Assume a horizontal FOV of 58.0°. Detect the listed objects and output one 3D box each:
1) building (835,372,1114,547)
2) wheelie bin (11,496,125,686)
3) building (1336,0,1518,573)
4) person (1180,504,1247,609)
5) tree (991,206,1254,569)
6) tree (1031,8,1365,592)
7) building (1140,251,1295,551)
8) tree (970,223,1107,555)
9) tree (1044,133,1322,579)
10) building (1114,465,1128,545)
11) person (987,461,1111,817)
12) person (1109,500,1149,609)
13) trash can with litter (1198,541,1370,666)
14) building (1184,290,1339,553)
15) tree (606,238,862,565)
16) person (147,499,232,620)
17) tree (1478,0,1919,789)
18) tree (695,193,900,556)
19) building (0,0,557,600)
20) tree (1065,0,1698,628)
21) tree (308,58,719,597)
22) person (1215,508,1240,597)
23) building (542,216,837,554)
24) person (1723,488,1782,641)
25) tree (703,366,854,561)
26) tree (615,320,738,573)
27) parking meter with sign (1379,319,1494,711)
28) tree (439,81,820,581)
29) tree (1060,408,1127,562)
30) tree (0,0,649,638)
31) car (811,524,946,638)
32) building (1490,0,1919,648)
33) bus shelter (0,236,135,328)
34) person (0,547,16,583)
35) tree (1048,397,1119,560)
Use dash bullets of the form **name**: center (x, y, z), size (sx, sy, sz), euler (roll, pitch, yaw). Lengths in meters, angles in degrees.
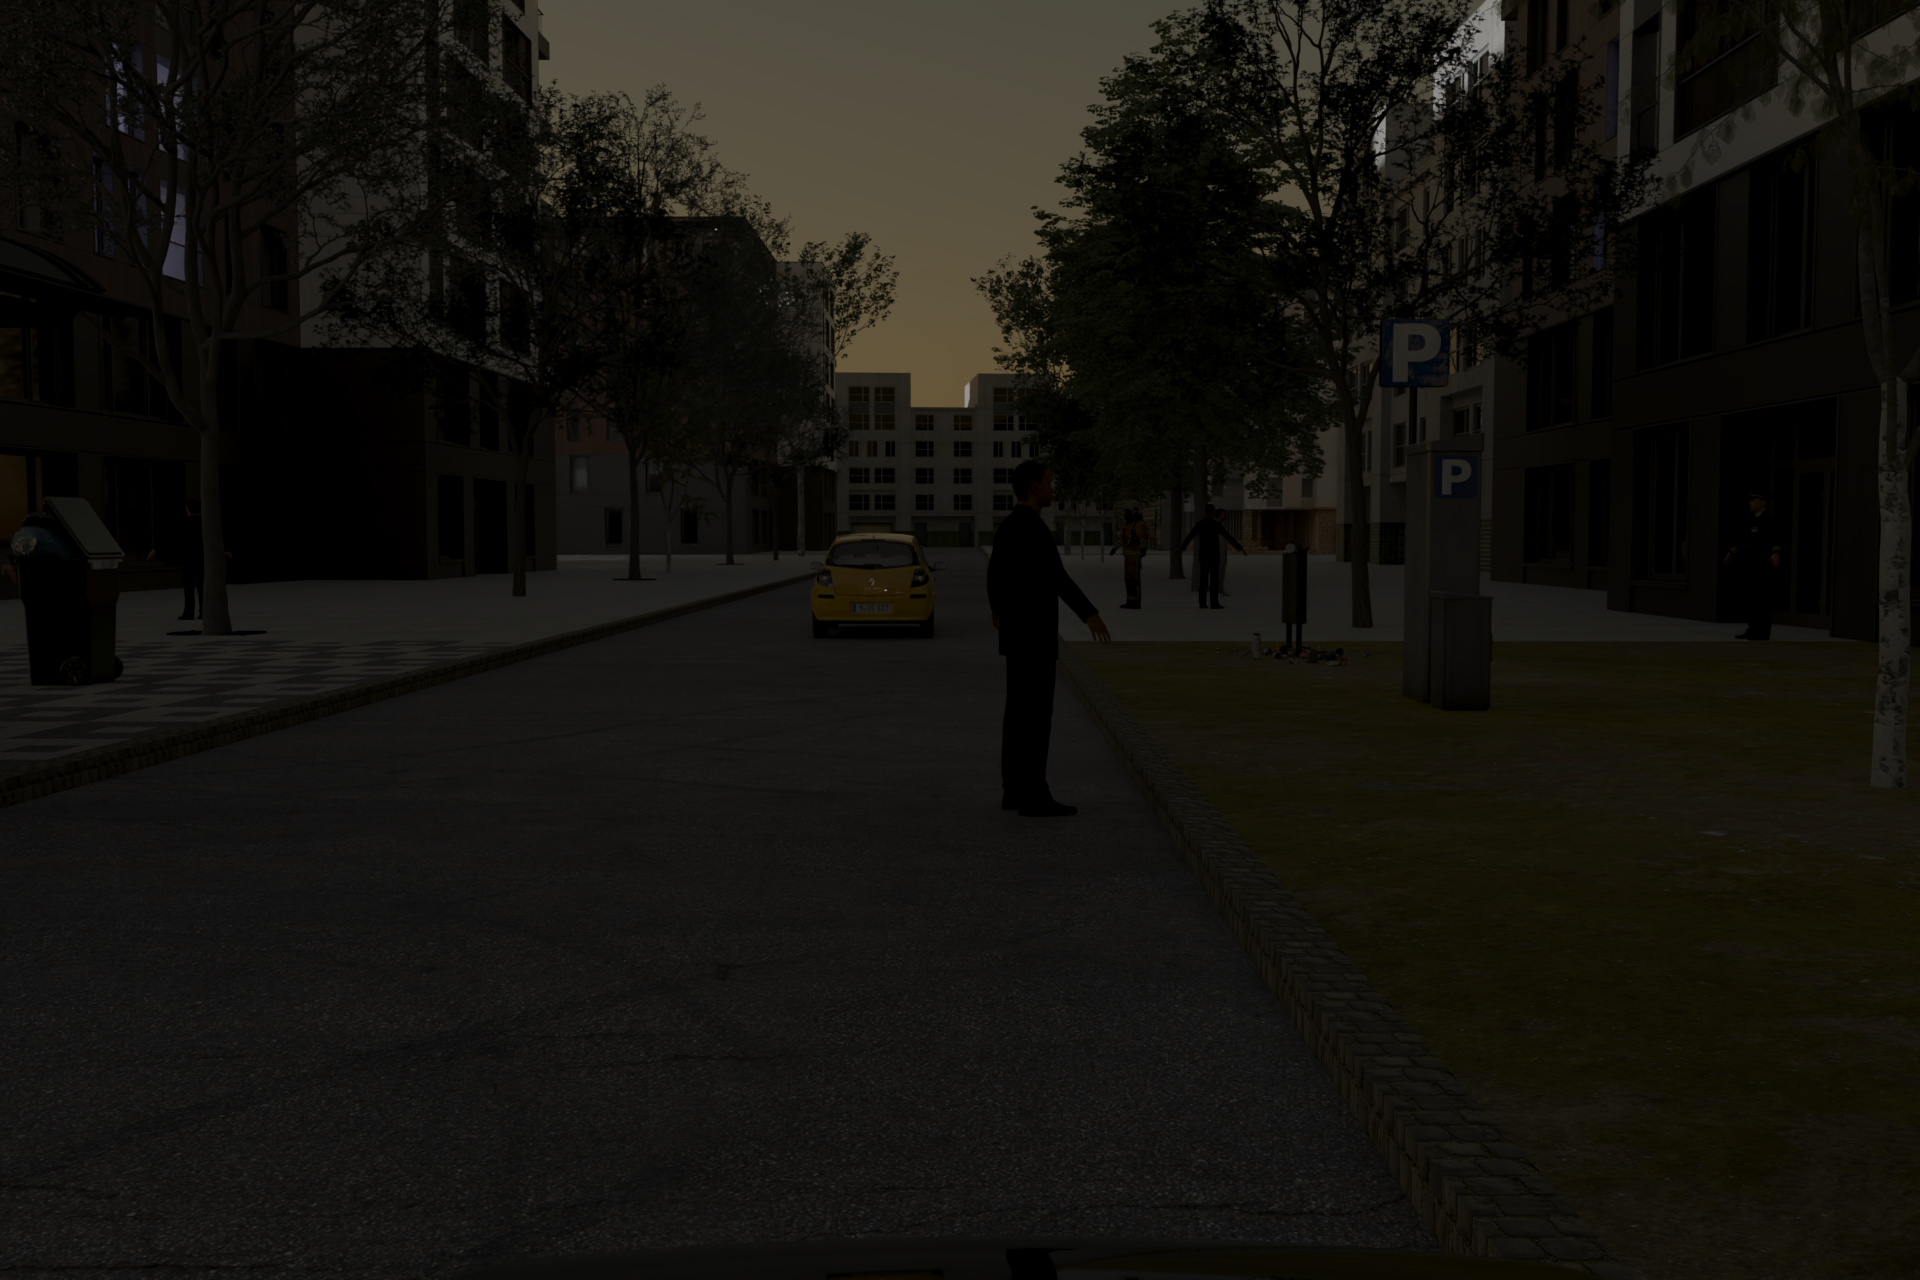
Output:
- **building**: center (1.267, -20.088, 197.354), size (31.486, 18.905, 16.747), euler (0, 4, -5)
- **wheelie bin**: center (-7.640, -0.422, 14.813), size (0.693, 1.594, 0.980), euler (0, 4, 1)
- **building**: center (25.776, -12.090, 64.134), size (16.747, 18.905, 31.486), euler (0, 4, 0)
- **person**: center (4.308, -1.440, 29.762), size (1.346, 1.802, 0.704), euler (3, 5, 42)
- **tree**: center (6.310, -9.609, 63.757), size (9.857, 13.997, 8.962), euler (0, 3, 0)
- **tree**: center (4.993, -7.365, 38.546), size (7.486, 12.596, 7.792), euler (0, 3, 0)
- **building**: center (24.547, -18.927, 140.386), size (19.493, 23.208, 18.063), euler (0, 3, 0)
- **tree**: center (7.288, -15.081, 102.458), size (12.611, 20.169, 13.585), euler (0, 3, 0)
- **tree**: center (6.263, -7.991, 48.774), size (7.486, 12.596, 7.792), euler (0, 3, 0)
- **building**: center (25.329, -20.832, 171.531), size (19.493, 23.208, 18.063), euler (0, 4, 0)
- **person**: center (0.386, -0.014, 8.911), size (0.704, 1.802, 1.346), euler (-1, 4, -21)
- **person**: center (2.938, -1.463, 29.693), size (0.705, 1.858, 1.354), euler (-1, 4, -19)
- **trash can with litter**: center (3.427, -0.417, 17.873), size (1.678, 1.210, 2.233), euler (0, 4, -1)
- **building**: center (22.015, -16.656, 128.743), size (16.016, 20.090, 11.380), euler (0, 4, 1)
- **tree**: center (-9.627, -9.851, 71.439), size (12.009, 13.543, 11.850), euler (0, 3, 0)
- **person**: center (-11.497, -1.210, 25.973), size (0.705, 1.806, 1.347), euler (2, 4, 34)
- **tree**: center (4.912, -3.566, 8.660), size (4.360, 8.622, 3.978), euler (0, 3, 0)
- **tree**: center (-10.589, -14.852, 98.715), size (12.611, 20.169, 13.585), euler (0, 3, 0)
- **building**: center (-28.713, -12.324, 45.478), size (27.936, 21.610, 32.646), euler (0, 4, 1)
- **tree**: center (5.586, -5.466, 23.786), size (8.767, 10.594, 7.601), euler (0, 4, 7)
- **tree**: center (-9.061, -6.151, 34.979), size (8.767, 10.594, 7.601), euler (0, 4, -6)
- **person**: center (5.363, -1.800, 35.618), size (0.705, 1.806, 1.347), euler (2, 4, 35)
- **building**: center (-24.248, -17.371, 127.989), size (27.936, 21.610, 32.646), euler (0, 4, 0)
- **person**: center (9.638, -0.919, 20.962), size (0.705, 1.837, 1.347), euler (0, 4, 0)
- **tree**: center (-8.760, -9.148, 83.990), size (8.767, 10.594, 7.601), euler (2, 4, 26)
- **tree**: center (-9.444, -6.481, 56.328), size (4.737, 8.622, 4.395), euler (0, 3, 0)
- **parking meter with sign**: center (3.692, -1.044, 13.322), size (0.543, 3.016, 1.738), euler (0, 4, 0)
- **tree**: center (-8.940, -8.381, 47.407), size (12.009, 13.543, 11.850), euler (0, 3, 0)
- **tree**: center (6.608, -7.839, 78.533), size (4.360, 8.622, 3.978), euler (0, 3, 0)
- **tree**: center (-9.531, -6.799, 21.526), size (12.009, 13.543, 11.850), euler (0, 3, 0)
- **car**: center (-1.210, -0.918, 25.240), size (2.015, 1.641, 3.980), euler (0, 4, -1)
- **building**: center (24.869, -11.416, 30.622), size (27.936, 21.610, 32.646), euler (0, 4, 1)
- **bus shelter**: center (-6.777, -0.939, 9.269), size (2.014, 3.302, 5.546), euler (0, 4, 2)
- **person**: center (-8.184, -0.460, 13.789), size (1.348, 1.796, 0.705), euler (0, 4, -5)
- **tree**: center (6.077, -8.254, 85.318), size (4.737, 8.622, 4.395), euler (0, 3, 0)
